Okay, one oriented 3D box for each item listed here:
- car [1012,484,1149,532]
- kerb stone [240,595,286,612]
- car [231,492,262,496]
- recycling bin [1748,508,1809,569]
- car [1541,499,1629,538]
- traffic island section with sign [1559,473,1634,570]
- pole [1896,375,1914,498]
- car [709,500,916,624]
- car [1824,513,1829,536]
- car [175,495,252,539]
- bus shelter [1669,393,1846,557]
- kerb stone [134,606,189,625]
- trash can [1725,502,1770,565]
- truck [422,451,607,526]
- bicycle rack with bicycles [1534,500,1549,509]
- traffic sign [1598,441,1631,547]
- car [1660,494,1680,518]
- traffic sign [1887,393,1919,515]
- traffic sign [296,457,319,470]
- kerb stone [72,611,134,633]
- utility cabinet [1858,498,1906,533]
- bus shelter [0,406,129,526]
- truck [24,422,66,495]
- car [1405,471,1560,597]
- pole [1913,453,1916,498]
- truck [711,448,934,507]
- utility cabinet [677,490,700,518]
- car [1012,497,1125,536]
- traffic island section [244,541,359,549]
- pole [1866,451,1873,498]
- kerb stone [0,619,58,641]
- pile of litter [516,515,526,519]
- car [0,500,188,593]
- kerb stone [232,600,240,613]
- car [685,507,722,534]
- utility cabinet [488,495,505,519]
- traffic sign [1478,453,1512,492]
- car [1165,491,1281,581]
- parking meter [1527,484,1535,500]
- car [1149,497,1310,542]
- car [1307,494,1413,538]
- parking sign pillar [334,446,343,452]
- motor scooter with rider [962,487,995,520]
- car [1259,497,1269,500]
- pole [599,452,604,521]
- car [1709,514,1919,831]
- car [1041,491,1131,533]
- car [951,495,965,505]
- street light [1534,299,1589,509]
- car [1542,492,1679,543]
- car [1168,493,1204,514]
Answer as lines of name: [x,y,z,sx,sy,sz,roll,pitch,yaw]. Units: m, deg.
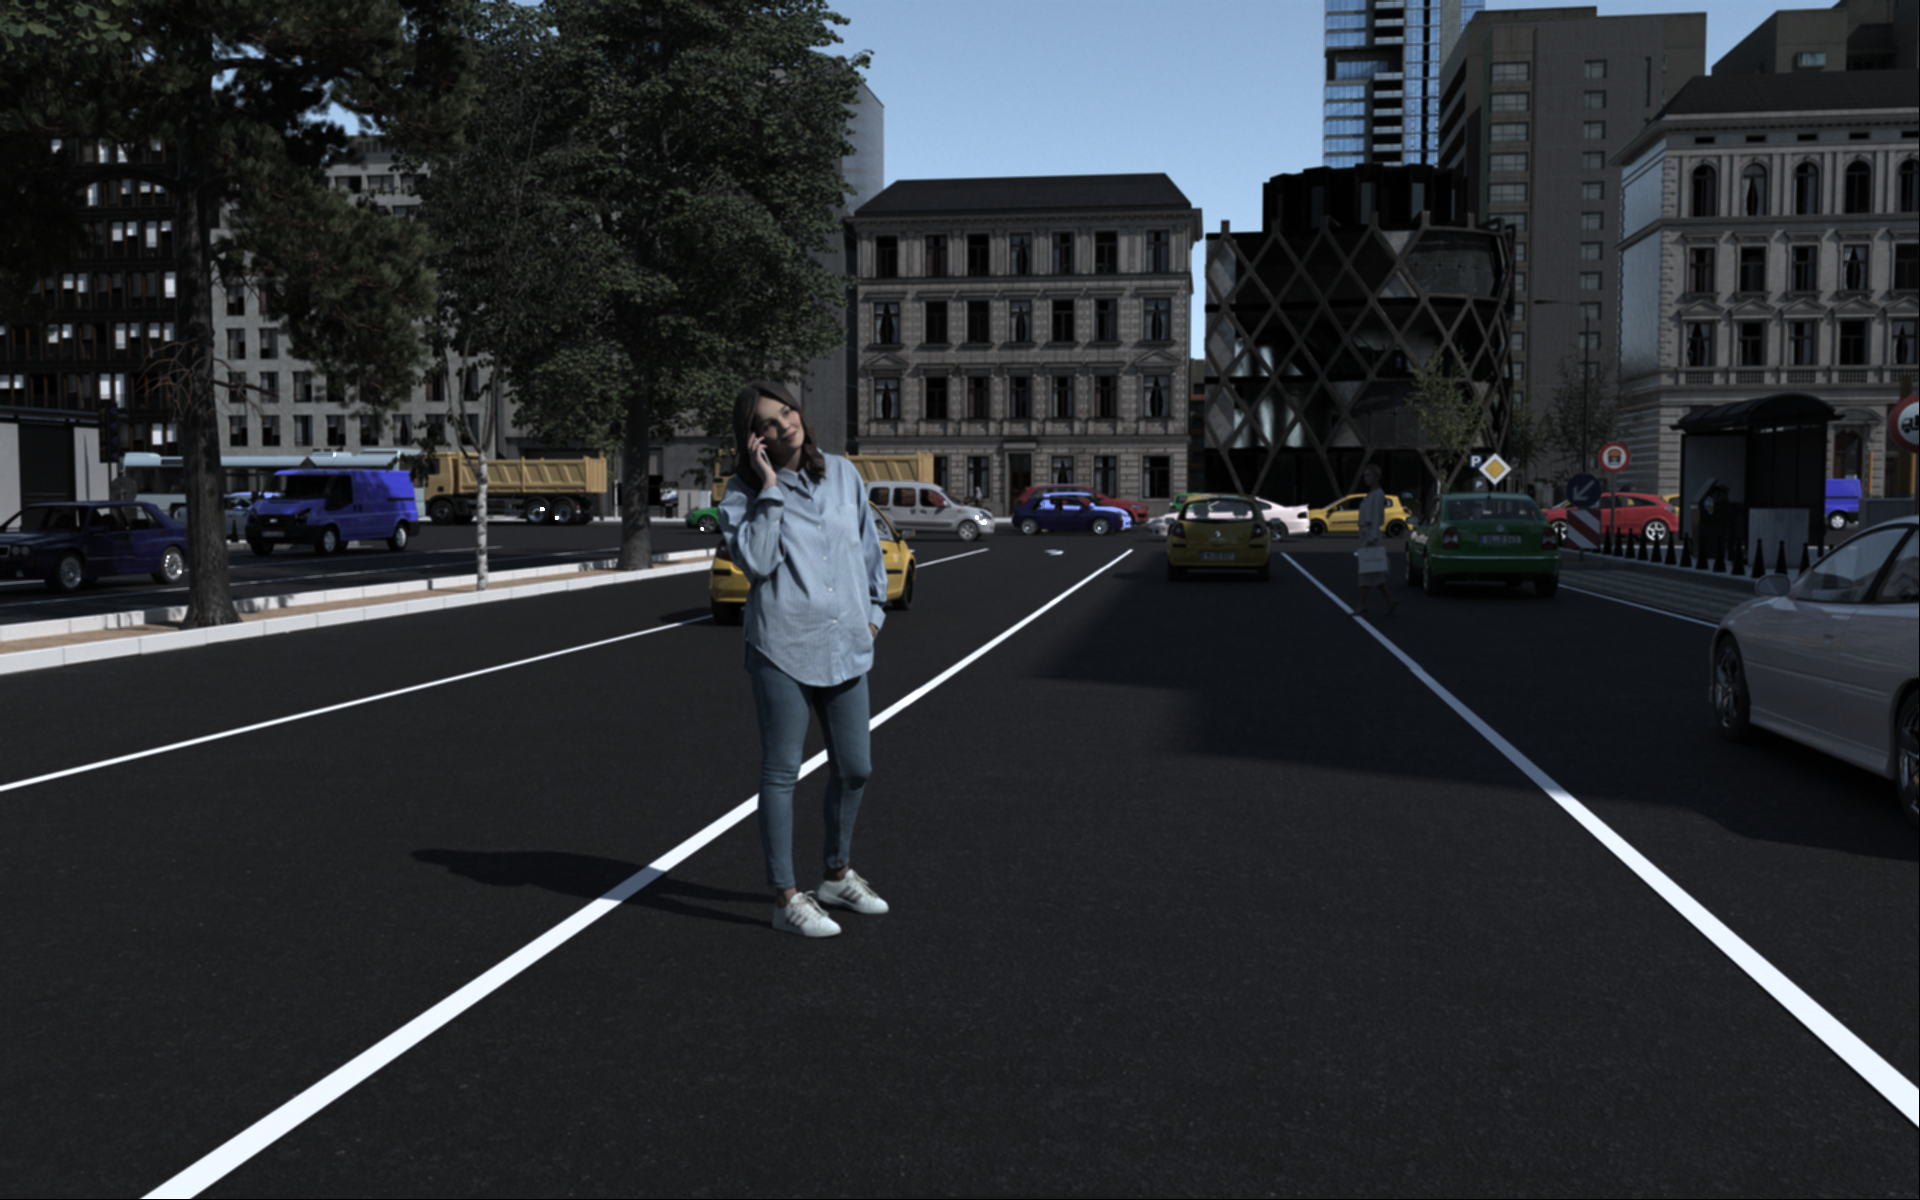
car: [4.664,-3.572,67.081,5.304,1.827,2.281,0,4,7]
kerb stone: [-8.637,0.055,21.292,0.120,0.150,1.000,1,4,8]
car: [-25.497,-3.187,61.706,3.694,1.707,1.945,1,4,8]
recycling bin: [14.232,-1.075,30.126,0.722,1.027,0.722,0,4,-4]
car: [20.573,-2.879,57.288,3.980,1.641,2.015,1,4,10]
traffic island section with sign: [11.710,-1.510,33.309,1.989,1.847,2.006,1,4,8]
pole: [16.254,-2.202,29.847,0.158,3.312,0.155,0,3,0]
car: [-1.631,-0.621,20.372,2.015,1.641,3.980,1,4,9]
car: [28.918,-3.107,60.583,2.009,1.686,4.222,0,4,7]
car: [-22.142,-2.572,54.061,4.499,1.417,2.014,1,4,9]
bus shelter: [17.075,-2.664,37.476,2.014,3.302,5.546,1,4,9]
kerb stone: [-8.945,0.180,19.260,0.120,0.150,1.000,1,4,8]
trash can: [14.268,-1.209,31.426,0.748,1.137,0.748,0,3,0]
truck: [-21.315,-5.114,79.537,9.791,3.379,3.469,0,4,7]
bicycle rack with bicycles: [41.292,-6.941,126.864,2.925,0.926,2.852,3,5,44]
traffic sign: [15.847,-2.564,42.021,0.768,2.556,0.104,1,4,9]
car: [27.728,-3.346,64.934,3.980,1.641,2.015,1,4,9]
traffic sign: [12.075,-1.328,21.819,0.768,2.556,0.104,1,4,17]
traffic sign: [-17.475,-2.617,46.424,0.795,2.450,0.064,1,4,8]
kerb stone: [-9.091,0.242,18.243,0.120,0.150,1.000,1,4,8]
utility cabinet: [14.412,-0.950,26.694,1.020,1.237,0.306,0,3,0]
bus shelter: [-23.530,-3.898,41.367,2.179,5.291,8.768,1,4,8]
truck: [-38.220,-4.328,60.521,18.799,4.110,2.967,0,4,7]
car: [7.670,-1.032,25.676,1.959,1.807,4.718,1,4,9]
pole: [40.757,-4.911,74.131,0.158,3.312,0.155,0,3,0]
truck: [-6.099,-4.603,71.183,9.791,3.379,3.469,1,4,9]
utility cabinet: [-14.594,-5.161,93.069,1.173,1.500,0.318,0,4,-2]
car: [3.801,-2.944,60.710,3.894,1.354,1.945,1,4,9]
traffic island section: [-17.500,-1.481,46.489,2.009,0.180,2.903,1,4,8]
pole: [42.711,-5.352,81.351,0.158,3.312,0.155,0,3,0]
kerb stone: [-9.244,0.304,17.222,0.120,0.150,1.000,1,4,8]
pile of litter: [-22.126,-4.570,88.689,1.719,0.858,1.176,3,5,44]
car: [-13.526,-0.842,26.355,1.945,1.354,3.894,1,4,9]
kerb stone: [-8.791,0.122,20.276,0.120,0.150,1.000,1,4,8]
car: [-7.584,-3.297,62.709,4.718,1.807,1.959,0,4,7]
utility cabinet: [-23.615,-4.864,88.207,0.318,1.500,1.173,1,4,16]
traffic sign: [12.941,-2.343,41.953,0.795,2.450,0.064,1,4,8]
car: [4.516,-1.205,29.926,2.015,1.641,3.980,1,4,10]
parking meter: [32.137,-5.613,97.486,0.399,1.863,0.255,0,4,6]
car: [8.171,-2.461,52.592,4.827,1.381,2.083,0,4,7]
car: [12.972,-2.885,57.393,3.980,1.641,2.015,1,4,8]
parking sign pillar: [-35.109,-6.617,96.652,1.447,3.967,1.447,-3,5,-40]
motor scooter with rider: [0.496,-3.987,74.146,1.986,1.779,0.876,0,4,7]
car: [12.706,-3.720,73.398,3.894,1.354,1.945,1,4,10]
pole: [-17.237,-5.468,83.250,0.158,3.312,0.155,0,3,0]
car: [5.151,0.238,8.478,2.083,1.381,4.827,1,4,8]
car: [4.497,-3.337,64.154,3.694,1.707,1.945,1,4,9]
car: [-1.931,-3.411,64.818,4.494,1.783,2.155,1,4,9]
street light: [14.330,-4.202,41.240,1.470,5.913,1.316,1,4,8]
car: [19.250,-2.638,52.176,4.494,1.783,2.155,1,4,9]
car: [9.223,-3.651,68.493,1.959,1.807,4.718,1,4,10]
